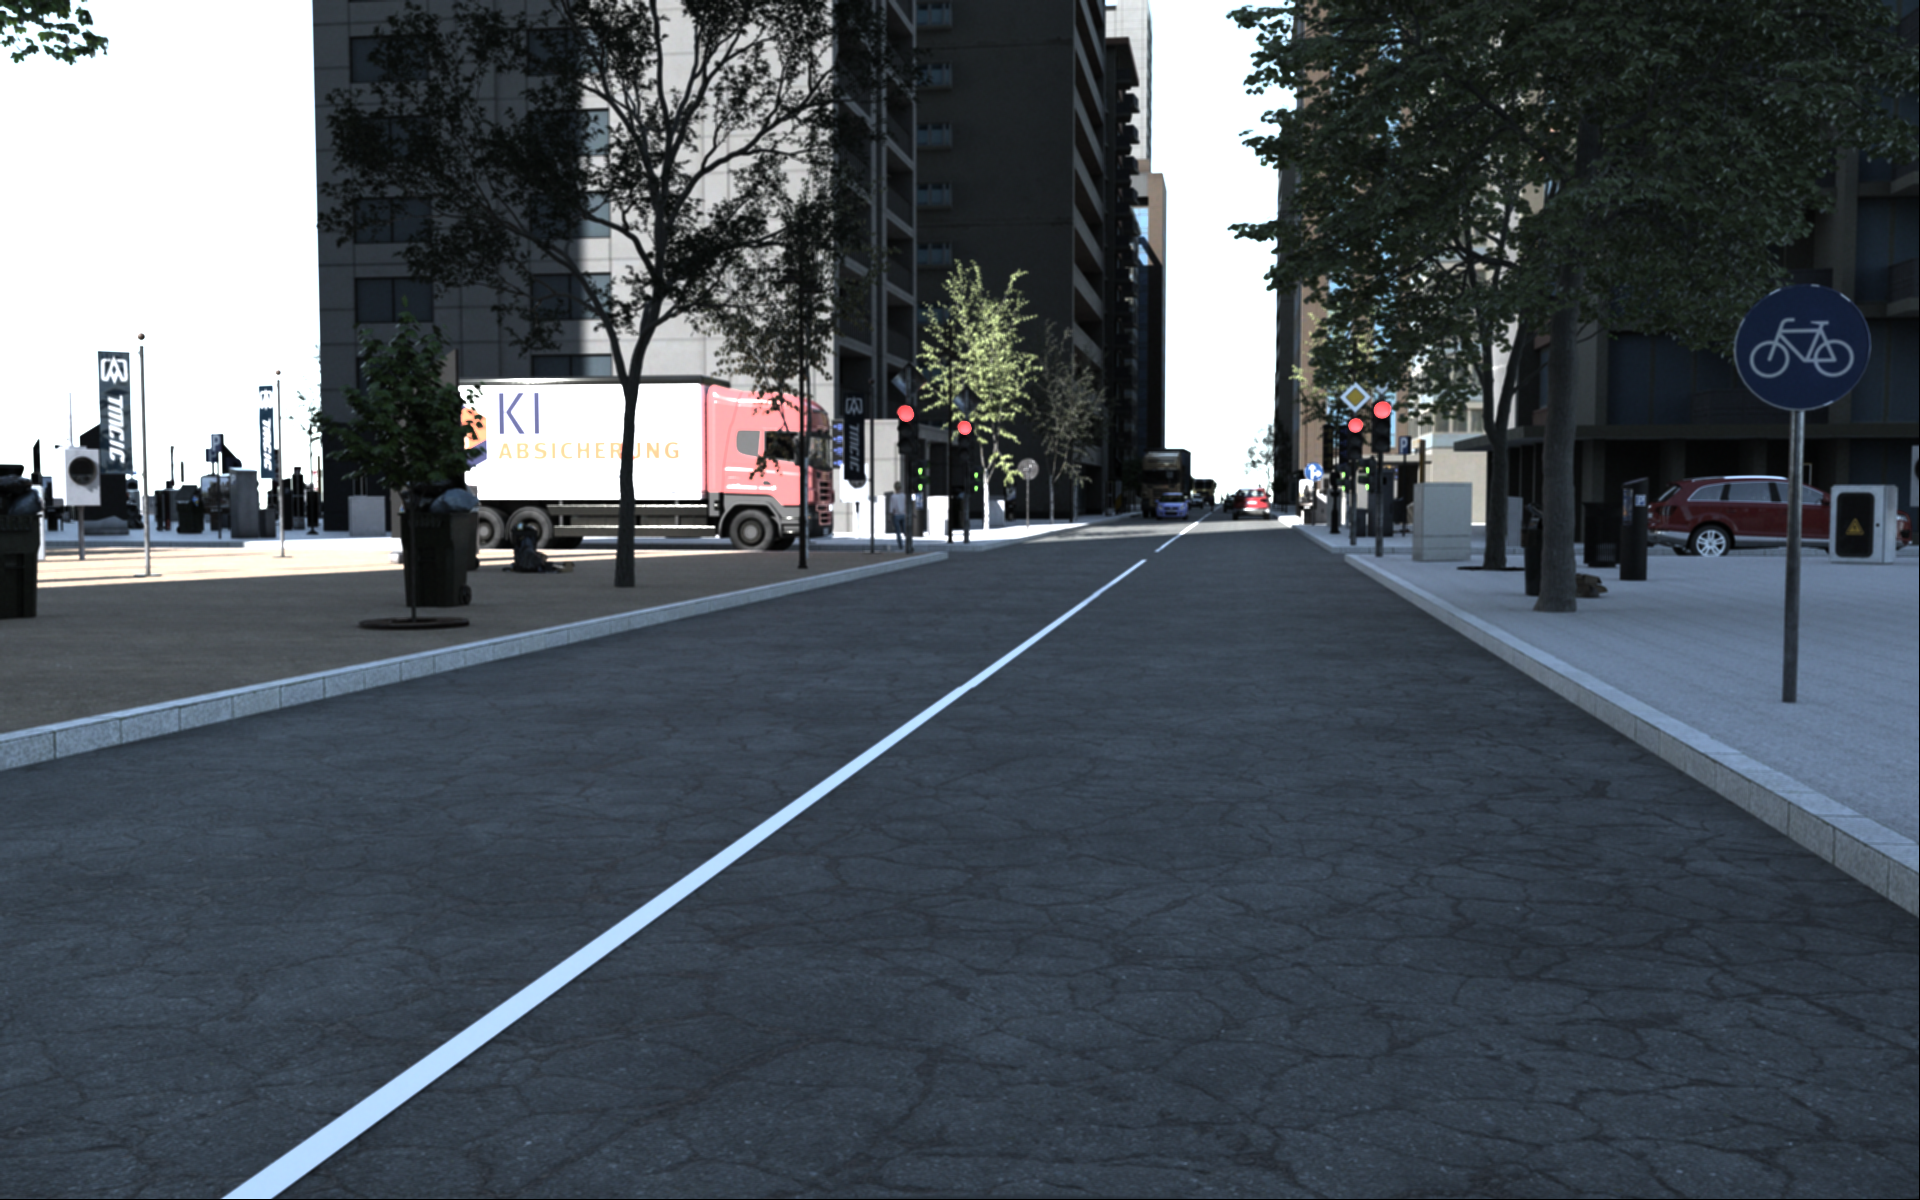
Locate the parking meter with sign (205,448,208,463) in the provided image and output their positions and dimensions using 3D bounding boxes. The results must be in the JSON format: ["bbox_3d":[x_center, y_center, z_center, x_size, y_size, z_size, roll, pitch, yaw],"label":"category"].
[{"bbox_3d":[-27.682,-4.228,65.391,1.738,3.016,0.543,2,4,31],"label":"parking meter with sign"}]

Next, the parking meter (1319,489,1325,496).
[{"bbox_3d":[17.489,-4.598,83.588,0.372,1.533,0.369,0,3,0],"label":"parking meter"}]

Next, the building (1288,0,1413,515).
[{"bbox_3d":[27.813,-27.884,106.019,14.600,45.320,14.200,1,4,9],"label":"building"}]

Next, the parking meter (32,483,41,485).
[{"bbox_3d":[-20.732,-1.853,38.701,0.372,1.533,0.369,0,3,0],"label":"parking meter"}]

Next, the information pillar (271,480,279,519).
[{"bbox_3d":[-35.215,-5.170,89.014,0.304,2.012,0.304,-2,4,-28],"label":"information pillar"}]

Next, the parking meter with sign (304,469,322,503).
[{"bbox_3d":[-46.003,-7.713,122.363,1.738,3.016,0.543,-1,4,-23],"label":"parking meter with sign"}]

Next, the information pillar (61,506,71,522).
[{"bbox_3d":[-41.405,-4.626,80.130,0.304,2.012,0.304,2,4,32],"label":"information pillar"}]

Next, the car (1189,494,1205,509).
[{"bbox_3d":[22.957,-9.782,169.720,2.009,1.686,4.222,0,4,7],"label":"car"}]

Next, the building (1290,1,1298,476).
[{"bbox_3d":[47.816,-35.749,173.727,28.713,52.752,27.495,1,4,9],"label":"building"}]

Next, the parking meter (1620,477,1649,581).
[{"bbox_3d":[10.034,-1.062,25.774,0.372,1.533,0.369,0,3,0],"label":"parking meter"}]

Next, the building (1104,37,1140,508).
[{"bbox_3d":[5.620,-31.278,166.015,22.147,44.769,28.867,1,4,9],"label":"building"}]

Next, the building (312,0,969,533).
[{"bbox_3d":[-10.405,-38.416,66.360,20.563,71.187,20.611,1,4,9],"label":"building"}]

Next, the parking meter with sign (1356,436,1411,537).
[{"bbox_3d":[12.623,-3.412,52.043,1.738,3.016,0.543,-1,4,-17],"label":"parking meter with sign"}]

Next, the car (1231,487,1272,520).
[{"bbox_3d":[16.236,-5.375,96.554,2.281,1.827,5.304,1,4,9],"label":"car"}]

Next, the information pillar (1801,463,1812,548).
[{"bbox_3d":[20.236,-2.271,41.629,0.304,2.012,0.304,1,4,11],"label":"information pillar"}]

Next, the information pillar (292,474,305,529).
[{"bbox_3d":[-24.015,-3.570,62.859,0.304,2.012,0.304,2,4,26],"label":"information pillar"}]

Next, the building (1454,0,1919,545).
[{"bbox_3d":[30.135,-24.224,50.689,28.867,44.769,22.147,1,4,9],"label":"building"}]

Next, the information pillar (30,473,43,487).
[{"bbox_3d":[-31.510,-3.342,59.136,0.304,2.012,0.304,-1,4,-14],"label":"information pillar"}]

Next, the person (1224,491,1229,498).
[{"bbox_3d":[31.350,-11.913,203.282,0.705,1.822,1.348,-1,4,-18],"label":"person"}]

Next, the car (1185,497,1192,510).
[{"bbox_3d":[20.357,-8.958,159.037,1.945,1.354,3.894,0,4,8],"label":"car"}]

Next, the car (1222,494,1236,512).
[{"bbox_3d":[21.762,-7.657,136.993,2.131,1.459,4.920,1,4,9],"label":"car"}]

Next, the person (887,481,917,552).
[{"bbox_3d":[-1.335,-2.021,42.208,0.731,1.740,0.598,-3,5,-44],"label":"person"}]

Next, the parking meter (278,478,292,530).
[{"bbox_3d":[-24.028,-3.423,61.674,0.255,1.863,0.399,3,4,38],"label":"parking meter"}]

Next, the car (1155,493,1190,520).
[{"bbox_3d":[11.874,-5.335,96.811,1.945,1.707,3.694,1,4,9],"label":"car"}]

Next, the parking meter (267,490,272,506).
[{"bbox_3d":[-39.910,-5.615,100.214,0.372,1.533,0.369,0,3,0],"label":"parking meter"}]

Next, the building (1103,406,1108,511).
[{"bbox_3d":[0.969,-50.309,135.225,22.319,86.520,31.000,1,4,9],"label":"building"}]

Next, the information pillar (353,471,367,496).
[{"bbox_3d":[-19.315,-3.137,55.783,0.304,2.012,0.304,1,4,10],"label":"information pillar"}]

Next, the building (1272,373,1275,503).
[{"bbox_3d":[57.293,-24.014,237.668,27.650,21.520,28.899,1,4,9],"label":"building"}]

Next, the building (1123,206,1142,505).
[{"bbox_3d":[9.670,-32.172,217.894,32.217,40.220,23.993,1,4,9],"label":"building"}]

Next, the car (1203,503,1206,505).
[{"bbox_3d":[31.870,-13.478,229.951,1.945,1.707,3.694,0,4,8],"label":"car"}]

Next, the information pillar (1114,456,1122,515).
[{"bbox_3d":[9.805,-7.091,107.290,0.183,3.616,0.504,-3,5,-40],"label":"information pillar"}]

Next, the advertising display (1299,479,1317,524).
[{"bbox_3d":[14.749,-4.175,73.476,0.123,1.923,0.974,-2,4,-32],"label":"advertising display"}]

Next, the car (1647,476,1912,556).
[{"bbox_3d":[17.481,-1.742,37.156,5.304,1.827,2.281,1,4,11],"label":"car"}]

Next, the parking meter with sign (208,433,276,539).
[{"bbox_3d":[-20.789,-3.307,50.335,0.543,3.016,1.738,2,4,34],"label":"parking meter with sign"}]

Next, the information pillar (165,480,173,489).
[{"bbox_3d":[-42.210,-5.383,92.500,0.304,2.012,0.304,0,4,-6],"label":"information pillar"}]

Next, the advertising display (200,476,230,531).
[{"bbox_3d":[-26.173,-3.405,60.882,0.974,1.923,0.123,-2,4,-28],"label":"advertising display"}]

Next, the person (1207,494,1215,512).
[{"bbox_3d":[20.182,-7.808,139.401,0.697,1.427,0.421,-1,4,-16],"label":"person"}]

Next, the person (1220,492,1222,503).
[{"bbox_3d":[39.970,-15.618,264.654,0.445,1.727,0.742,0,4,8],"label":"person"}]

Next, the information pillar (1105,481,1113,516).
[{"bbox_3d":[8.820,-6.059,103.550,0.304,2.012,0.304,0,4,7],"label":"information pillar"}]

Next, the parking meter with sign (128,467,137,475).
[{"bbox_3d":[-52.688,-6.968,110.192,0.543,3.016,1.738,-2,4,-29],"label":"parking meter with sign"}]

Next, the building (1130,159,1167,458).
[{"bbox_3d":[20.871,-35.826,235.862,14.600,45.320,14.200,1,4,9],"label":"building"}]

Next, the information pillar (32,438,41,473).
[{"bbox_3d":[-38.376,-4.936,72.064,0.183,3.616,0.504,0,4,1],"label":"information pillar"}]

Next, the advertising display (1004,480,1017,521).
[{"bbox_3d":[2.363,-4.679,81.715,0.123,1.923,0.974,2,4,33],"label":"advertising display"}]

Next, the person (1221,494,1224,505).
[{"bbox_3d":[35.451,-13.592,233.958,0.599,1.433,0.991,0,4,-5],"label":"person"}]

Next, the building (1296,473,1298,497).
[{"bbox_3d":[37.225,-28.783,154.193,14.154,41.232,14.086,1,4,9],"label":"building"}]

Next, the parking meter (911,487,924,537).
[{"bbox_3d":[-1.278,-2.642,51.603,0.372,1.533,0.369,0,3,0],"label":"parking meter"}]

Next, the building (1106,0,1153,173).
[{"bbox_3d":[19.796,-49.902,254.145,20.563,71.187,20.611,1,4,9],"label":"building"}]

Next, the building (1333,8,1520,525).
[{"bbox_3d":[33.603,-23.608,77.865,32.217,40.220,23.993,1,4,9],"label":"building"}]

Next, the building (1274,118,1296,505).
[{"bbox_3d":[49.732,-35.987,212.091,21.300,48.544,21.600,1,4,9],"label":"building"}]

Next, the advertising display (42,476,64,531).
[{"bbox_3d":[-31.779,-3.388,60.612,0.974,1.923,0.123,1,4,21],"label":"advertising display"}]
